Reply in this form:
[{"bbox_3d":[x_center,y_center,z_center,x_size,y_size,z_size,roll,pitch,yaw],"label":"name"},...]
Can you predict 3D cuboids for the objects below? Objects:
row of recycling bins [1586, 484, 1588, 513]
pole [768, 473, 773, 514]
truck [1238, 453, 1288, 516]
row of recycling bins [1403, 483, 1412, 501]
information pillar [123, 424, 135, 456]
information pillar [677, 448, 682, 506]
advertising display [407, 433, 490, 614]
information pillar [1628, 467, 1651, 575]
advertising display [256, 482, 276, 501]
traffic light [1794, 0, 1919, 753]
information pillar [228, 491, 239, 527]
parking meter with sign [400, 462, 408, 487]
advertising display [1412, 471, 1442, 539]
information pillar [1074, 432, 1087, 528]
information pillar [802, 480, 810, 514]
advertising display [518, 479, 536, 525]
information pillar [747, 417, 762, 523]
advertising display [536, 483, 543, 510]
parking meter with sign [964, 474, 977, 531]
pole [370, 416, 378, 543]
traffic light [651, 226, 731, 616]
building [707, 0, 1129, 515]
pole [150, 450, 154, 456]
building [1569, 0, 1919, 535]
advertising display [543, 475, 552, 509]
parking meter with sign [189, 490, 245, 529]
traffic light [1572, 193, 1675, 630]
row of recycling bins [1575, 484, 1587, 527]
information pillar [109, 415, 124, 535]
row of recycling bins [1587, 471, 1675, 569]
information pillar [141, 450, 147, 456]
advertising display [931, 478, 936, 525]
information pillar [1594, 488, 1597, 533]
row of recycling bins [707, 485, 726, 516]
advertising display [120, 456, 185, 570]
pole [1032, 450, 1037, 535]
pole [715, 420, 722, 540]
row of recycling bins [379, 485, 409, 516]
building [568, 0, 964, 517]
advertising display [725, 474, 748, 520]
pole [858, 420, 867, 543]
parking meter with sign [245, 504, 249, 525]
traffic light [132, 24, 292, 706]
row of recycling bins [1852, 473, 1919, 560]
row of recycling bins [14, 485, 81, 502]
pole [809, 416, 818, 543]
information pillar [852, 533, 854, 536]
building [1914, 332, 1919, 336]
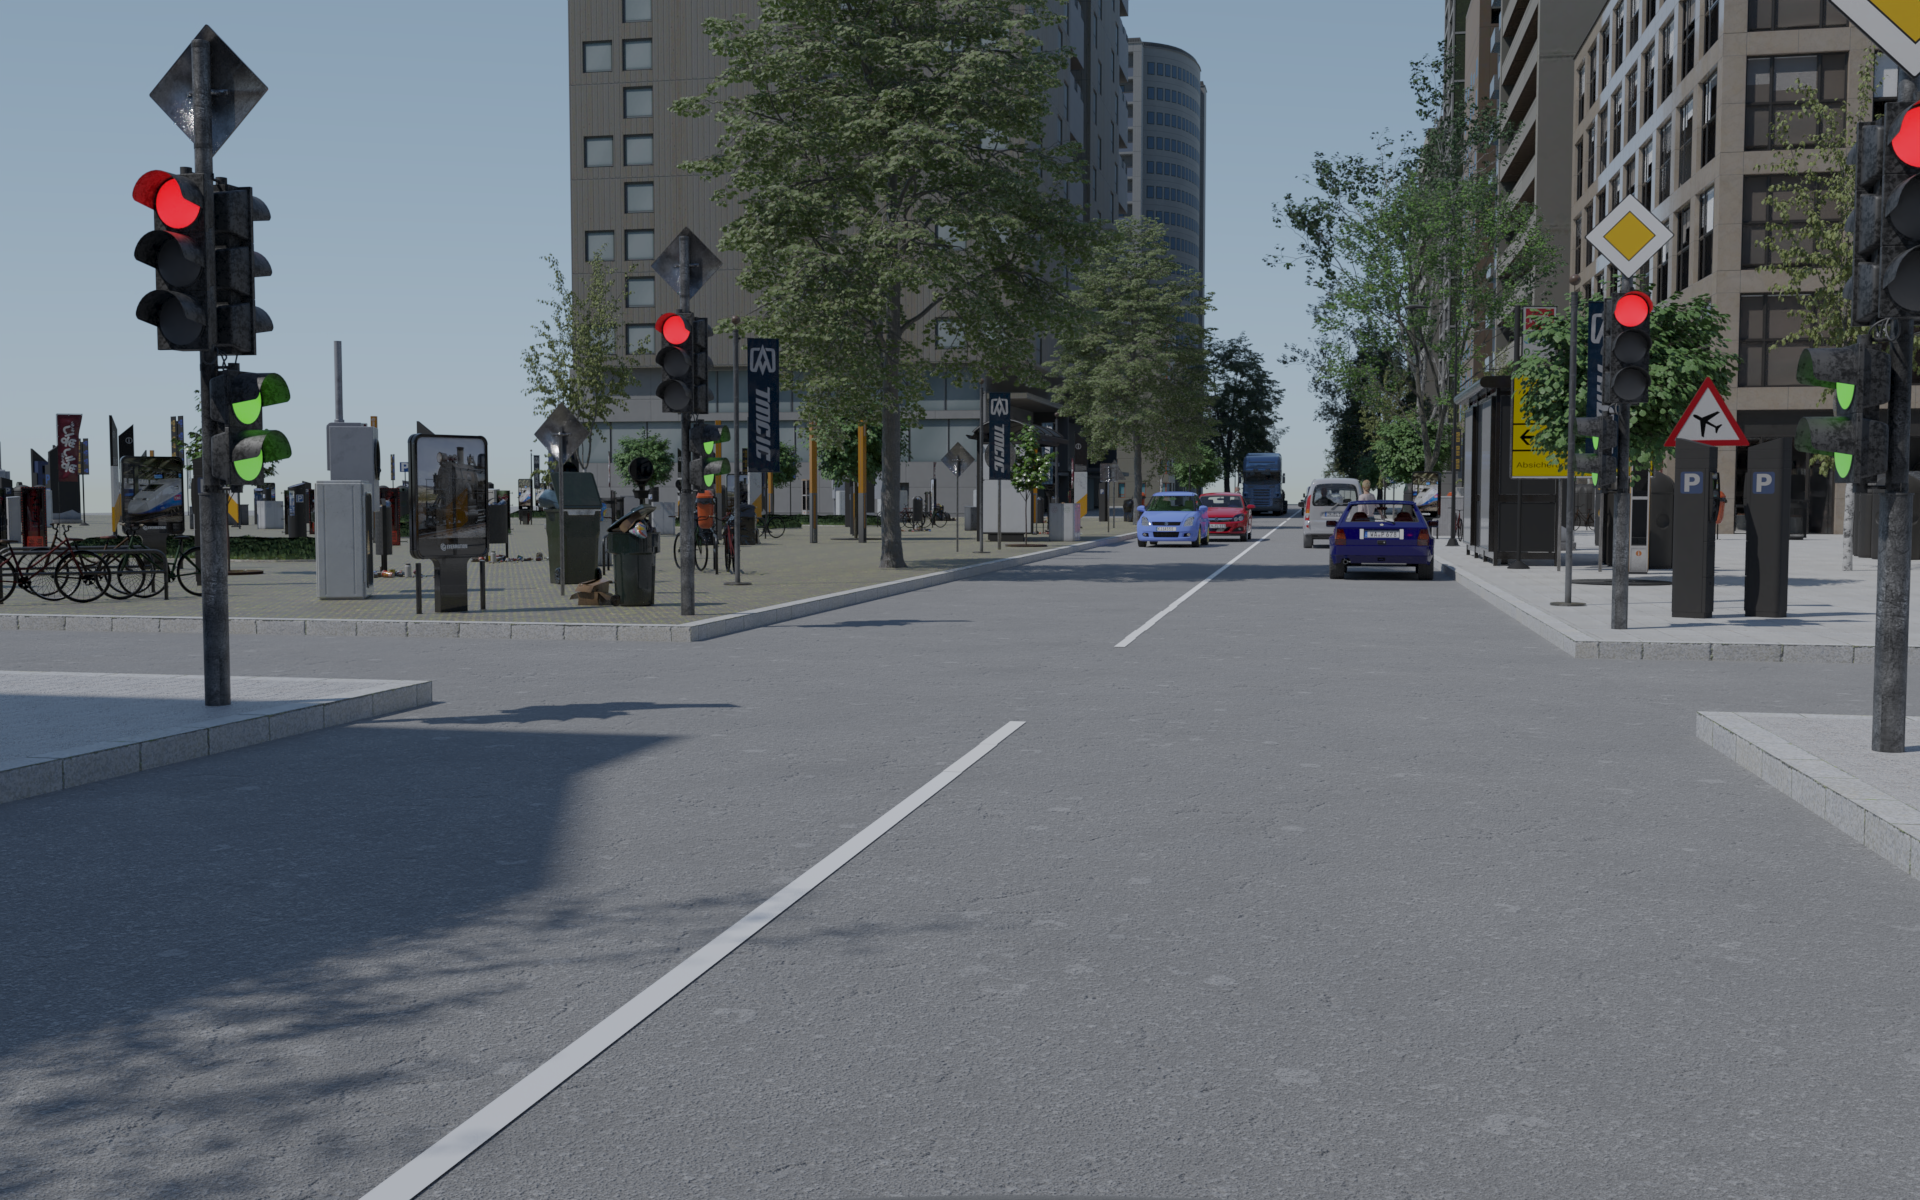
[{"bbox_3d":[16.072,-2.102,41.473,1.069,1.692,3.534,0,4,6],"label":"row of recycling bins"},{"bbox_3d":[-8.752,-5.266,79.937,0.158,3.312,0.155,0,3,0],"label":"pole"},{"bbox_3d":[21.168,-7.938,119.551,2.967,4.110,18.799,1,4,12],"label":"truck"},{"bbox_3d":[15.845,-3.217,59.709,1.069,1.692,3.534,1,4,18],"label":"row of recycling bins"},{"bbox_3d":[-27.771,-4.064,57.796,0.504,3.616,0.183,-1,4,-18],"label":"information pillar"},{"bbox_3d":[-14.051,-5.887,87.612,0.504,3.616,0.183,1,4,9],"label":"information pillar"},{"bbox_3d":[-5.543,-0.832,18.818,0.123,1.923,0.974,3,4,36],"label":"advertising display"},{"bbox_3d":[10.853,-1.420,27.717,0.304,2.012,0.304,1,4,12],"label":"information pillar"},{"bbox_3d":[-38.336,-5.535,95.703,0.974,1.923,0.123,-2,4,-26],"label":"advertising display"},{"bbox_3d":[4.617,-1.200,8.537,0.839,4.253,0.868,1,4,12],"label":"traffic light"},{"bbox_3d":[-28.065,-4.619,66.879,0.504,3.616,0.183,1,4,22],"label":"information pillar"},{"bbox_3d":[-30.316,-6.043,95.060,0.543,3.016,1.738,-1,4,-10],"label":"parking meter with sign"},{"bbox_3d":[13.319,-2.708,49.485,0.123,1.923,0.974,-2,4,-34],"label":"advertising display"},{"bbox_3d":[4.493,-4.483,64.649,0.504,3.616,0.183,0,4,1],"label":"information pillar"},{"bbox_3d":[-7.864,-5.137,88.474,0.304,2.012,0.304,2,4,34],"label":"information pillar"},{"bbox_3d":[-18.146,-4.107,72.358,0.974,1.923,0.123,3,5,45],"label":"advertising display"},{"bbox_3d":[-6.266,-3.755,52.744,0.183,3.616,0.504,3,5,44],"label":"information pillar"},{"bbox_3d":[-23.883,-5.714,98.641,0.974,1.923,0.123,3,5,44],"label":"advertising display"},{"bbox_3d":[0.914,-3.953,60.891,1.738,3.016,0.543,-3,5,-42],"label":"parking meter with sign"},{"bbox_3d":[-15.300,-3.148,45.312,0.158,3.312,0.155,0,3,0],"label":"pole"},{"bbox_3d":[-2.868,-1.793,18.235,0.839,4.253,0.868,1,4,12],"label":"traffic light"},{"bbox_3d":[-1.316,-33.497,136.914,28.713,52.752,27.495,1,4,12],"label":"building"},{"bbox_3d":[-37.449,-5.292,80.363,0.158,3.312,0.155,0,3,0],"label":"pole"},{"bbox_3d":[36.909,-16.198,69.357,19.350,26.468,34.151,1,4,12],"label":"building"},{"bbox_3d":[-13.054,-3.135,56.474,0.974,1.923,0.123,1,4,19],"label":"advertising display"},{"bbox_3d":[-27.170,-4.091,63.150,1.738,3.016,0.543,-1,4,-11],"label":"parking meter with sign"},{"bbox_3d":[6.250,-1.678,16.354,0.839,4.253,0.868,1,4,12],"label":"traffic light"},{"bbox_3d":[24.966,-3.776,68.857,1.069,1.692,3.534,0,4,-3],"label":"row of recycling bins"},{"bbox_3d":[-25.160,-3.681,51.541,0.183,3.616,0.504,-1,4,-8],"label":"information pillar"},{"bbox_3d":[12.122,-1.471,31.164,1.069,1.692,3.534,1,4,13],"label":"row of recycling bins"},{"bbox_3d":[-43.344,-6.158,92.038,0.504,3.616,0.183,2,4,29],"label":"information pillar"},{"bbox_3d":[-1.091,-4.053,71.478,0.123,1.923,0.974,0,4,-8],"label":"advertising display"},{"bbox_3d":[21.075,-3.207,56.919,0.304,2.012,0.304,-1,4,-11],"label":"information pillar"},{"bbox_3d":[-10.774,-4.286,77.194,1.069,1.692,3.534,0,4,-3],"label":"row of recycling bins"},{"bbox_3d":[-13.726,-1.483,29.466,0.974,1.923,0.123,-2,4,-34],"label":"advertising display"},{"bbox_3d":[2.340,-3.690,54.172,0.158,3.312,0.155,0,3,0],"label":"pole"},{"bbox_3d":[-6.674,-3.305,47.879,0.158,3.312,0.155,0,3,0],"label":"pole"},{"bbox_3d":[-27.711,-4.565,81.745,3.534,1.692,1.069,0,4,-5],"label":"row of recycling bins"},{"bbox_3d":[-6.904,-31.853,110.043,28.713,52.752,27.495,1,4,12],"label":"building"},{"bbox_3d":[-6.945,-3.044,54.981,0.974,1.923,0.123,-1,4,-18],"label":"advertising display"},{"bbox_3d":[-2.558,-3.151,45.363,0.158,3.312,0.155,0,3,0],"label":"pole"},{"bbox_3d":[-30.089,-4.576,71.083,0.543,3.016,1.738,2,4,31],"label":"parking meter with sign"},{"bbox_3d":[-4.502,-1.315,10.419,0.839,4.253,0.868,1,4,12],"label":"traffic light"},{"bbox_3d":[18.730,-1.715,35.151,1.069,1.692,3.534,1,4,19],"label":"row of recycling bins"},{"bbox_3d":[-41.623,-4.401,79.069,1.069,1.692,3.534,1,4,17],"label":"row of recycling bins"},{"bbox_3d":[-3.812,-3.131,45.038,0.158,3.312,0.155,0,3,0],"label":"pole"},{"bbox_3d":[-3.222,-3.778,53.127,0.183,3.616,0.504,0,4,-3],"label":"information pillar"},{"bbox_3d":[40.789,-15.238,25.555,44.131,29.872,17.030,1,4,12],"label":"building"}]
